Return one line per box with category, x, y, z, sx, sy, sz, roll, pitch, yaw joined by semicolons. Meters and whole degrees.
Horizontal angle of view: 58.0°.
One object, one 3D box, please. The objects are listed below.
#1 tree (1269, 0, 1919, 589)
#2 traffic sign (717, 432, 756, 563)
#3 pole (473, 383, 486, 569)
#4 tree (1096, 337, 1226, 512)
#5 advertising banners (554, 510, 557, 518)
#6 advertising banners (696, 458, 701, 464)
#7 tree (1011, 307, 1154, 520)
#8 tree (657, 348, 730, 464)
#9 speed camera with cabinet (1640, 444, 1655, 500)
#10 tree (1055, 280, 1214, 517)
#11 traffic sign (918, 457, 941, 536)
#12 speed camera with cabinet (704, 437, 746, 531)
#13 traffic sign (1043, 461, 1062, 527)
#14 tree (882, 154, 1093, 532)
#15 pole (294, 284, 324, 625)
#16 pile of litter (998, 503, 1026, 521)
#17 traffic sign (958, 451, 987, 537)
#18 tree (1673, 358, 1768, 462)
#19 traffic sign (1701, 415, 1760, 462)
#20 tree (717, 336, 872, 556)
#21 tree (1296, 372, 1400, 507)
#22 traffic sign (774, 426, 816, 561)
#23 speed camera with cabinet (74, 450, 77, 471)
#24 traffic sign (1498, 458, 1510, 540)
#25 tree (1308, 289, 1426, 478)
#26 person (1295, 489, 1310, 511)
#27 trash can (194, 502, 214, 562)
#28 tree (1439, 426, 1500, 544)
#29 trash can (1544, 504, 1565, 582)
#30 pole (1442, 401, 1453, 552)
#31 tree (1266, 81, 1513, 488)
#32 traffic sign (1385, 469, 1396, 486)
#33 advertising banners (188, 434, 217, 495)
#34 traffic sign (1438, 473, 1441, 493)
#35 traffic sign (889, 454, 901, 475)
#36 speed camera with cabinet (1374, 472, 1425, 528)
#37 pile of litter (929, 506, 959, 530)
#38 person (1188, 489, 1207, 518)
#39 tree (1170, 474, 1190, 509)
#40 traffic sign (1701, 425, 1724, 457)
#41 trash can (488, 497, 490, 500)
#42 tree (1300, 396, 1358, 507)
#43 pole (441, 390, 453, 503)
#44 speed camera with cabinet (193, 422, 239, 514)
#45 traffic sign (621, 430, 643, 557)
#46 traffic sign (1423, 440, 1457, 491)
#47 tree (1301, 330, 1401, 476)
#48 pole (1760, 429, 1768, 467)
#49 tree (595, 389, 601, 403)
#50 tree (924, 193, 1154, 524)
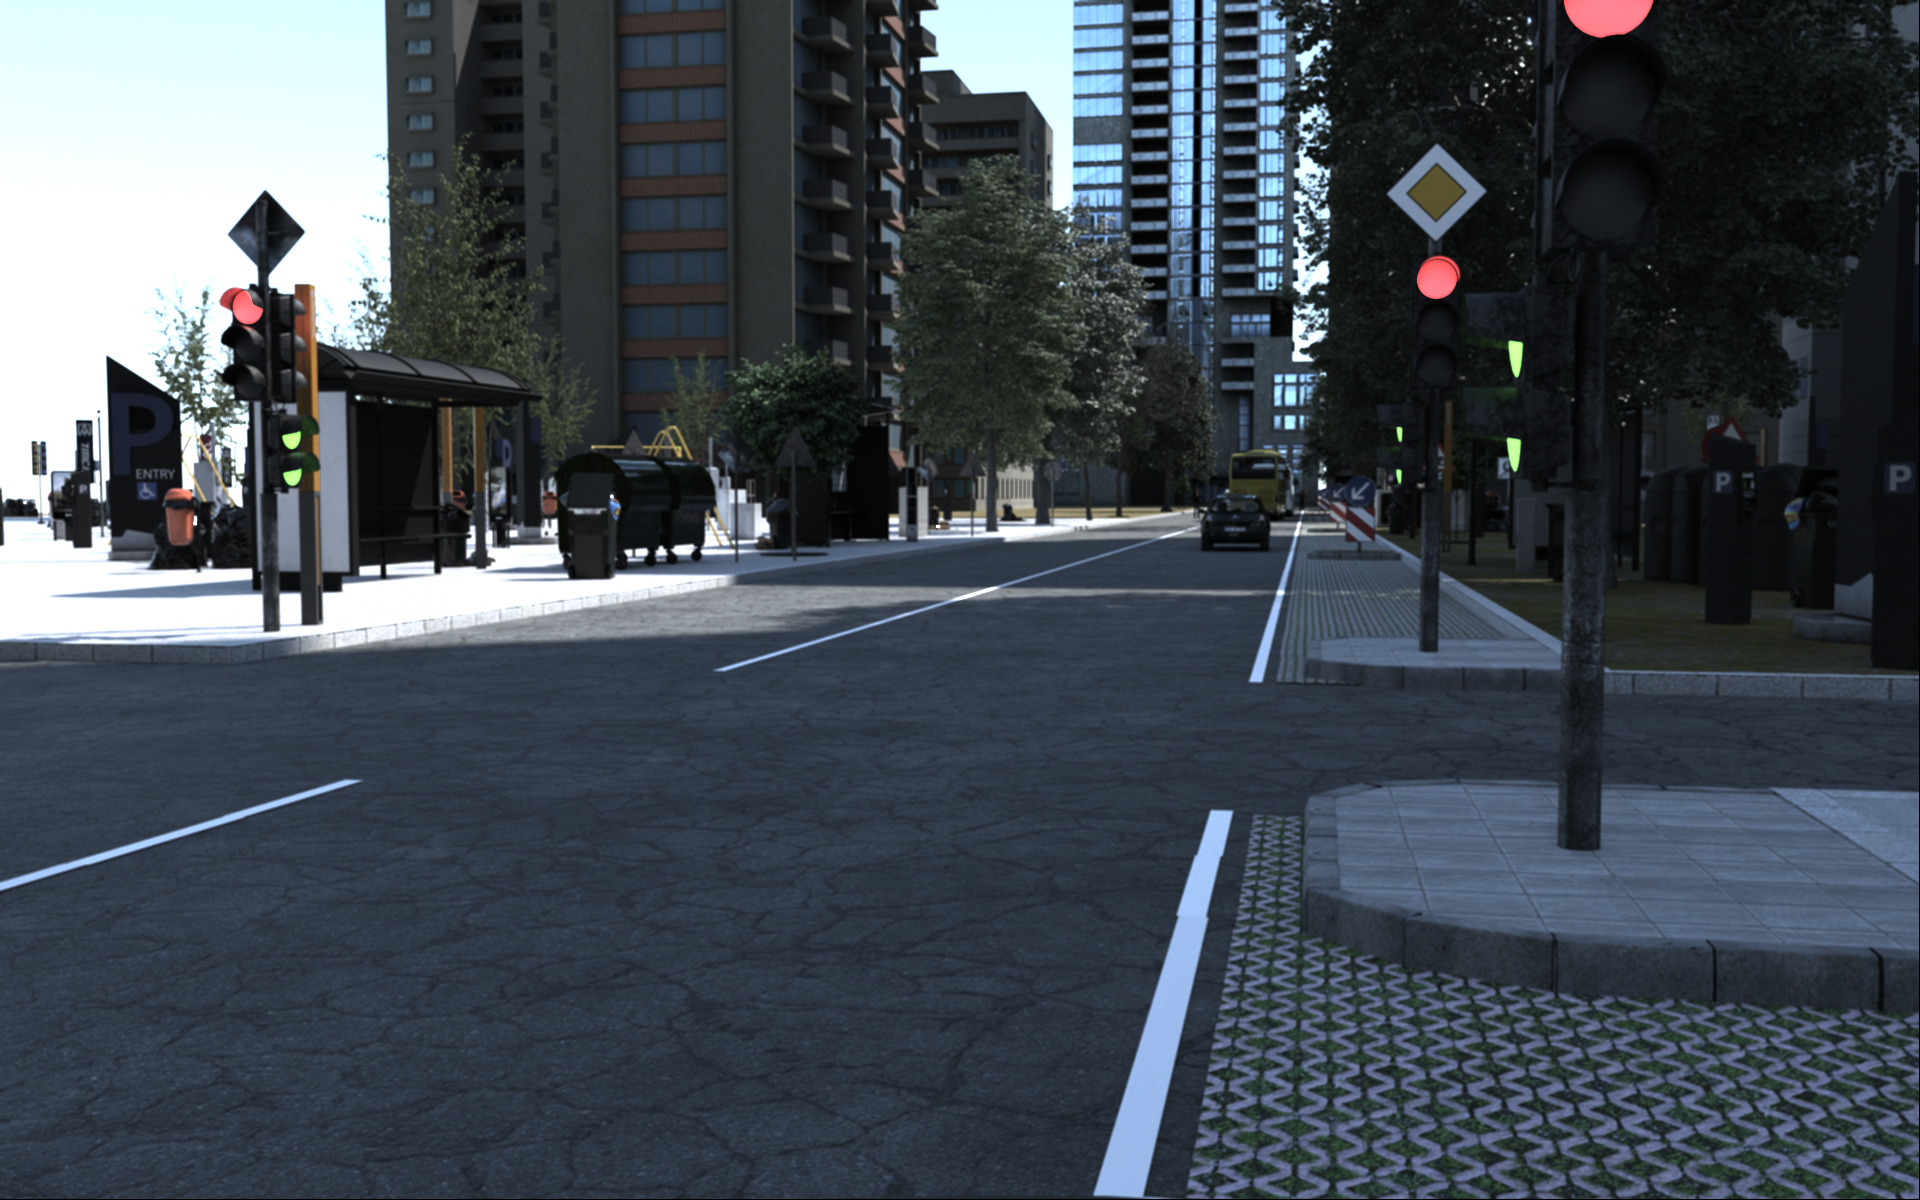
tree;8.674;-7.131;23.240;9.857;13.997;8.962;0;3;0
traffic sign;-4.180;-1.908;32.377;0.795;2.450;0.064;1;4;18
pole;-8.214;-2.187;29.604;0.158;3.312;0.155;0;3;0
tree;14.975;-12.769;125.775;9.611;12.733;9.660;0;3;0
advertising banners;-22.710;-6.002;94.320;2.074;3.025;0.090;-1;4;-9
advertising banners;-13.376;-5.386;84.241;0.090;3.025;2.074;3;5;42
tree;6.052;-9.183;84.553;7.601;10.594;8.767;2;4;31
tree;-13.605;-8.421;88.048;4.737;8.622;4.395;0;3;0
speed camera with cabinet;26.437;-4.549;68.720;2.038;3.252;0.660;1;4;17
tree;8.911;-11.405;96.848;12.009;13.543;11.850;0;3;0
traffic sign;-0.969;-3.192;53.377;0.795;2.450;0.064;1;4;13
speed camera with cabinet;-8.388;-4.060;60.716;0.660;3.252;2.038;2;4;35
traffic sign;3.588;-4.102;67.166;0.768;2.556;0.104;1;4;20
tree;0.843;-8.573;58.292;7.486;12.596;7.792;0;3;0
pole;-6.364;-1.412;16.925;0.158;3.312;0.155;0;3;0
pile of litter;2.428;-4.152;81.856;1.176;0.858;1.719;-1;4;-22
traffic sign;0.369;-3.191;52.180;0.884;2.594;0.081;1;4;17
tree;36.074;-8.054;82.052;4.737;8.622;4.395;0;3;0
traffic sign;12.720;-1.752;28.644;0.884;2.594;0.081;1;4;20
tree;-3.431;-3.216;36.294;4.285;4.588;4.351;0;3;0
tree;28.652;-12.596;122.952;9.611;12.733;9.660;0;3;0
traffic sign;-3.171;-2.027;33.144;0.884;2.594;0.081;1;4;20
speed camera with cabinet;-40.186;-5.116;77.988;0.660;3.252;2.038;-3;5;-42
traffic sign;15.407;-2.845;48.646;0.606;2.300;0.079;1;4;13
tree;22.772;-10.732;93.603;7.486;12.596;7.792;0;3;0
person;29.543;-8.634;149.628;1.348;1.831;0.705;1;4;10
trash can;-14.443;-1.285;32.664;0.748;1.137;0.748;0;3;0
tree;12.906;-3.089;45.115;1.663;3.219;1.824;0;3;0
trash can;8.926;-0.837;25.332;0.748;1.137;0.748;0;3;0
pole;10.733;-2.708;38.112;0.158;3.312;0.155;0;3;0
tree;19.843;-13.543;77.311;12.611;20.169;13.585;0;3;0
traffic sign;21.430;-5.297;86.710;0.768;2.556;0.104;1;4;18
advertising banners;-22.579;-3.313;50.351;0.090;3.025;2.074;3;5;41
traffic sign;13.719;-2.912;49.741;0.606;2.300;0.079;1;4;19
traffic sign;-2.097;-2.990;48.886;0.884;2.594;0.081;1;4;14
speed camera with cabinet;17.019;-4.418;66.563;2.038;3.252;0.660;0;4;2
pile of litter;-0.841;-2.963;62.405;1.719;0.858;1.176;0;4;-3
person;14.001;-5.678;102.164;1.217;1.723;0.721;-1;4;-15
tree;18.867;-9.493;149.804;1.663;3.219;1.824;0;3;0
traffic sign;14.099;-1.954;32.056;0.768;2.556;0.104;1;4;21
trash can;-21.544;-4.139;79.327;0.748;1.137;0.748;0;3;0
tree;35.059;-14.861;153.348;12.009;13.543;11.850;0;3;0
pole;-9.680;-2.376;32.694;0.158;3.312;0.155;0;3;0
speed camera with cabinet;-20.612;-3.280;47.971;0.660;3.252;2.038;0;4;-5
traffic sign;-6.653;-2.156;35.253;0.884;2.594;0.081;1;4;21
traffic sign;11.419;-2.535;41.456;0.884;2.594;0.081;1;4;19
tree;24.206;-10.844;103.061;9.928;11.665;9.643;0;3;0
pole;25.038;-3.680;54.008;0.158;3.312;0.155;0;3;0
tree;-18.623;-7.804;77.957;4.737;8.622;4.395;0;3;0
tree;3.437;-10.216;73.681;9.857;13.997;8.962;0;3;0
